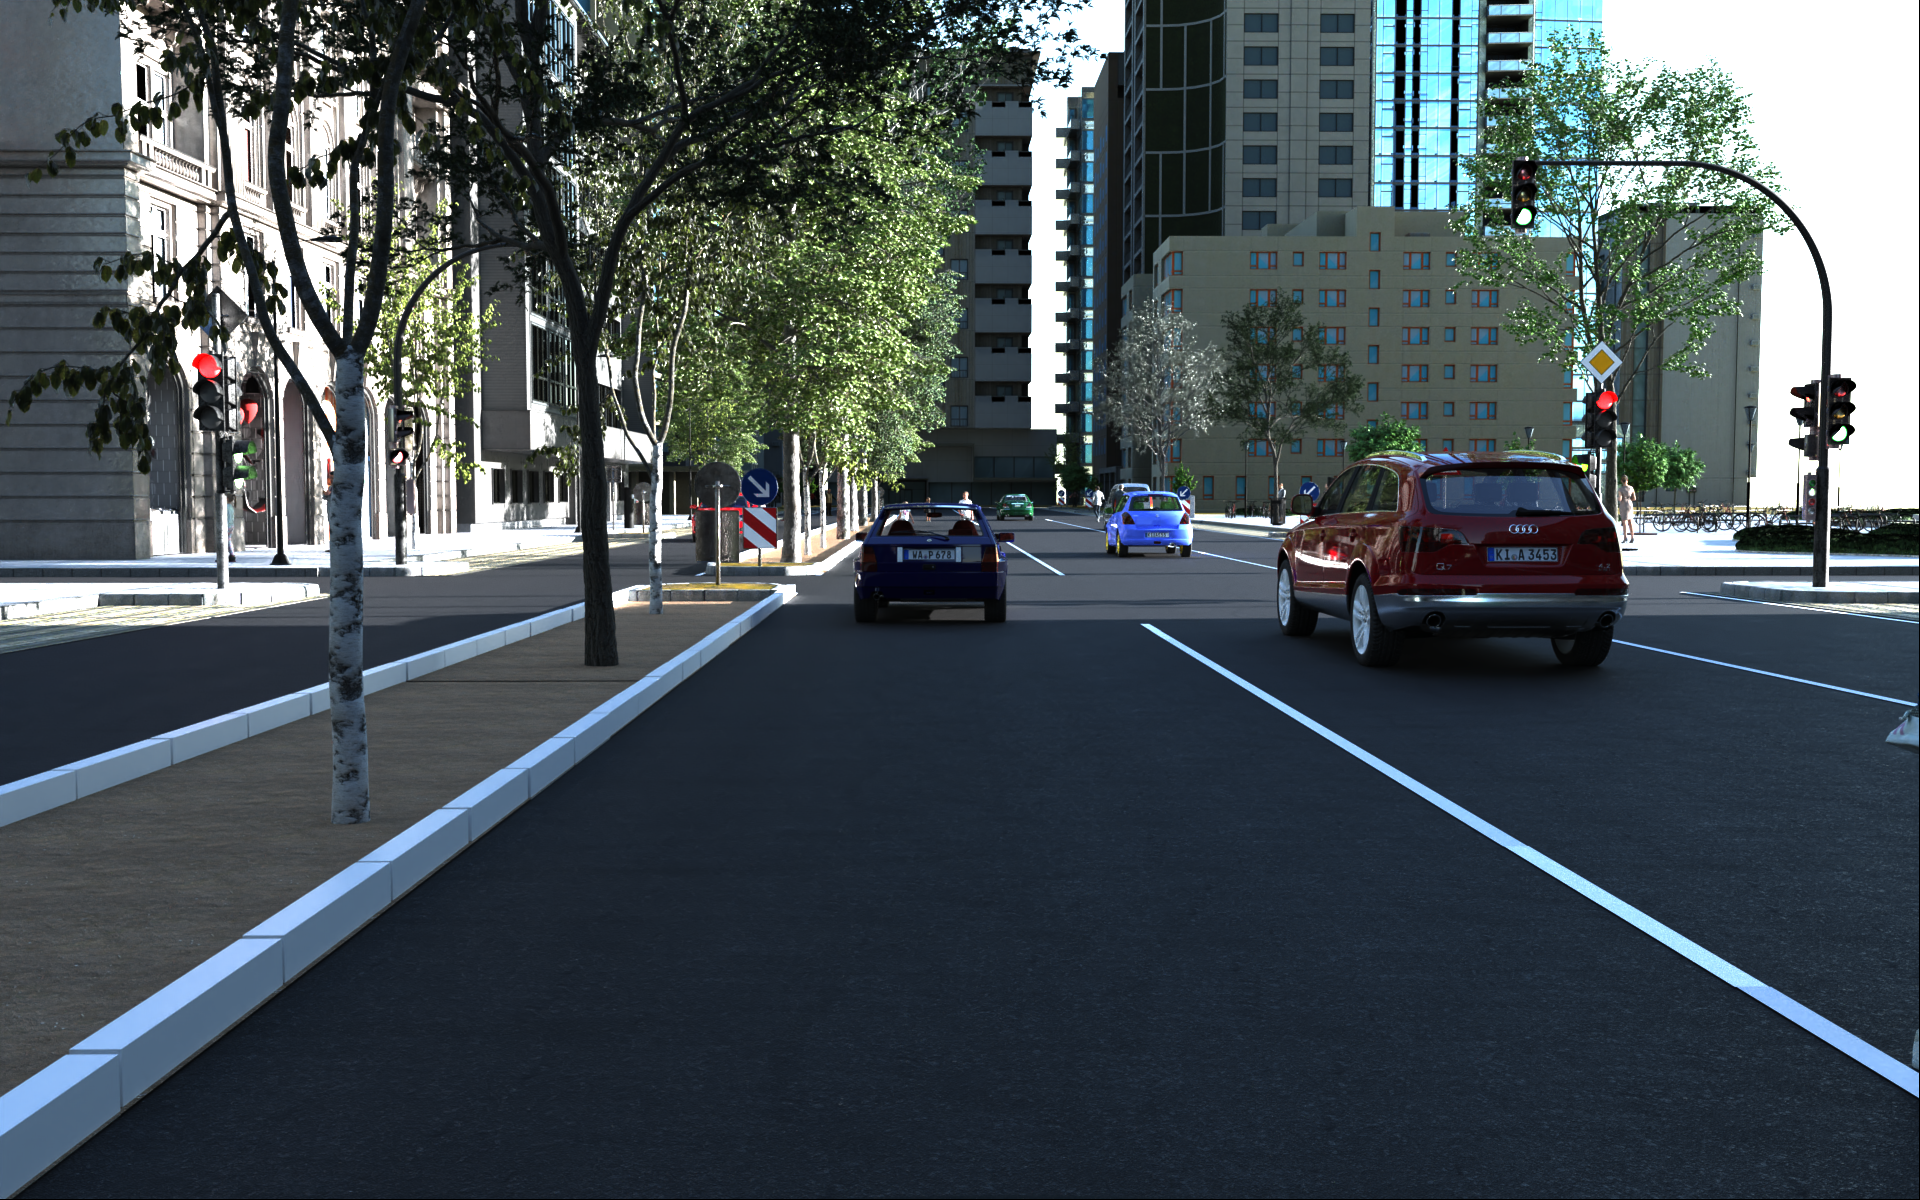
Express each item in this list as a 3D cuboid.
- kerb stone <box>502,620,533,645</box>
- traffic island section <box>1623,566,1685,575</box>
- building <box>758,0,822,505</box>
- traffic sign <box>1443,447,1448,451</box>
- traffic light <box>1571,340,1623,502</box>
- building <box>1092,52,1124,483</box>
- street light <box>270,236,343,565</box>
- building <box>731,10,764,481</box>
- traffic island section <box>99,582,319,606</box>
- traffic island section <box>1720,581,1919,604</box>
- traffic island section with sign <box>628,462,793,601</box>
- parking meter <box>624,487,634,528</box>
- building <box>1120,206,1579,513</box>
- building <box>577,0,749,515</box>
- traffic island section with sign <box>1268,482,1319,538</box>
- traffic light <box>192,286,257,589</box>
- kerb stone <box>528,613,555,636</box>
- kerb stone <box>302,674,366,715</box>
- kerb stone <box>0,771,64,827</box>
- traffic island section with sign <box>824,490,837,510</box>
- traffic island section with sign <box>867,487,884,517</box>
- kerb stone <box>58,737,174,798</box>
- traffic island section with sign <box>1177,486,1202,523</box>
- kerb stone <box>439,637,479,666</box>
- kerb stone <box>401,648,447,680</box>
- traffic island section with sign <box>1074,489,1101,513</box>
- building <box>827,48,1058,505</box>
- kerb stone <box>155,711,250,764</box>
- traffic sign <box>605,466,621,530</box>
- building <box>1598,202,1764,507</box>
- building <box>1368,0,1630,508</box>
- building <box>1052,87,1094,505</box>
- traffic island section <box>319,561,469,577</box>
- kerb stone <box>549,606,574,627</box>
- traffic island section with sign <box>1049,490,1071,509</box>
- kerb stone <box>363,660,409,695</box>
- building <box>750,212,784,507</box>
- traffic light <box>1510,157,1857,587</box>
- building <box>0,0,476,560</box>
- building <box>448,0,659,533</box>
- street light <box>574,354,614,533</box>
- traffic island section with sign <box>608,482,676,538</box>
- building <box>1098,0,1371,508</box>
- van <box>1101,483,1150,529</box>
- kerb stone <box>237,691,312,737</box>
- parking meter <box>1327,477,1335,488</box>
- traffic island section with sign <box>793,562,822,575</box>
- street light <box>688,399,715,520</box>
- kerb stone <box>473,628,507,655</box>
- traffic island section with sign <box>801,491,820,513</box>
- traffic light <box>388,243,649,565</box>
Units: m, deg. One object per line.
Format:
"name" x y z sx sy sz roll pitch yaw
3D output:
"kerb stone" -4.343 0.331 16.783 0.120 0.150 1.000 0 4 -1
"traffic island section" 11.751 -0.591 31.942 2.009 0.180 2.903 0 4 -1
"building" -27.090 -46.651 201.002 20.611 71.187 20.563 0 4 -1
"traffic sign" 13.451 -2.940 48.070 0.884 2.594 0.081 0 4 -1
"traffic light" 11.711 -2.624 31.828 0.839 4.253 0.868 0 4 -1
"building" 20.906 -32.005 173.384 14.600 45.320 14.200 0 4 -1
"street light" -11.787 -3.591 31.255 1.470 5.913 1.316 0 4 -1
"building" -27.828 -51.138 148.771 22.319 86.520 31.000 0 4 -1
"traffic island section" -10.033 -0.077 23.545 2.009 0.180 2.903 0 4 -1
"traffic island section" 11.904 -0.103 23.959 2.009 0.180 2.903 0 4 -1
"traffic island section with sign" -3.424 -0.964 23.905 2.006 1.907 1.989 0 4 -1
"parking meter" -12.391 -3.452 64.844 0.372 1.533 0.369 0 3 0
"building" 27.549 -17.481 130.858 27.650 21.520 28.899 0 4 -1
"building" -26.386 -28.471 120.129 22.147 44.769 28.867 0 4 -1
"traffic island section with sign" 11.273 -2.974 57.251 1.989 1.847 2.006 0 4 -1
"traffic light" -9.993 -2.110 23.411 0.839 4.253 0.868 0 4 -1
"kerb stone" -4.355 0.269 17.805 0.120 0.150 1.000 0 4 -1
"kerb stone" -4.243 0.645 11.658 0.120 0.150 1.000 0 4 -1
"kerb stone" -4.161 0.898 7.551 0.120 0.150 1.000 0 4 -1
"traffic island section with sign" -12.330 -9.272 160.226 1.989 1.847 2.006 0 4 -1
"traffic island section with sign" -5.003 -6.012 106.436 2.006 1.907 1.989 0 4 -1
"kerb stone" -4.186 0.835 8.575 0.120 0.150 1.000 0 4 -1
"traffic island section with sign" 10.750 -4.665 84.897 1.989 1.847 2.006 0 4 -1
"kerb stone" -4.303 0.456 14.739 0.120 0.150 1.000 0 4 -1
"kerb stone" -4.279 0.519 13.709 0.120 0.150 1.000 0 4 -1
"traffic island section with sign" 9.804 -7.648 133.678 1.989 1.847 2.006 0 4 -1
"building" -2.972 -37.705 205.718 27.495 52.752 28.713 0 4 -1
"kerb stone" -4.208 0.770 9.605 0.120 0.150 1.000 0 4 -1
"traffic sign" -12.436 -3.667 62.090 0.606 2.300 0.079 0 4 3
"building" 70.975 -24.692 175.415 14.107 30.474 14.160 0 4 -1
"building" 48.262 -52.389 169.227 31.000 86.520 22.319 0 4 -1
"building" 26.056 -35.703 203.352 30.456 49.044 23.786 0 4 -1
"traffic island section" -10.186 -0.566 31.529 2.009 0.180 2.903 0 4 -1
"kerb stone" -4.387 0.206 18.832 0.120 0.150 1.000 0 4 -1
"traffic island section with sign" 9.284 -9.350 161.492 1.989 1.847 2.006 0 4 -1
"kerb stone" -4.268 0.582 12.687 0.120 0.150 1.000 0 4 -1
"building" -24.151 -24.559 173.235 14.107 30.474 14.160 0 4 -1
"traffic light" 9.774 -2.997 23.663 4.771 5.953 1.251 0 4 -1
"building" -22.125 -12.394 44.440 13.314 21.916 24.055 0 4 -1
"building" -21.921 -15.457 71.792 14.314 24.678 30.058 0 4 -1
"street light" -12.134 -5.197 57.511 1.470 5.913 1.316 0 4 -1
"traffic island section with sign" -10.345 -2.929 56.515 1.989 1.847 2.006 0 4 -1
"building" 23.753 -43.802 154.410 20.563 71.187 20.611 0 4 -1
"van" 6.698 -3.799 69.129 2.013 2.044 4.112 0 4 -1
"kerb stone" -4.229 0.708 10.627 0.120 0.150 1.000 0 4 -1
"parking meter" 12.784 -3.275 59.252 0.399 1.863 0.255 0 4 -7
"traffic island section with sign" -3.556 -1.417 31.311 2.006 1.907 1.989 0 4 -1
"street light" -12.630 -6.849 84.524 1.470 5.913 1.316 0 4 -1
"kerb stone" -4.324 0.394 15.761 0.120 0.150 1.000 0 4 -1
"traffic island section with sign" -11.804 -7.624 133.276 1.989 1.847 2.006 0 4 -1
"traffic light" -8.056 -3.474 31.470 4.771 5.953 1.251 0 4 -1
